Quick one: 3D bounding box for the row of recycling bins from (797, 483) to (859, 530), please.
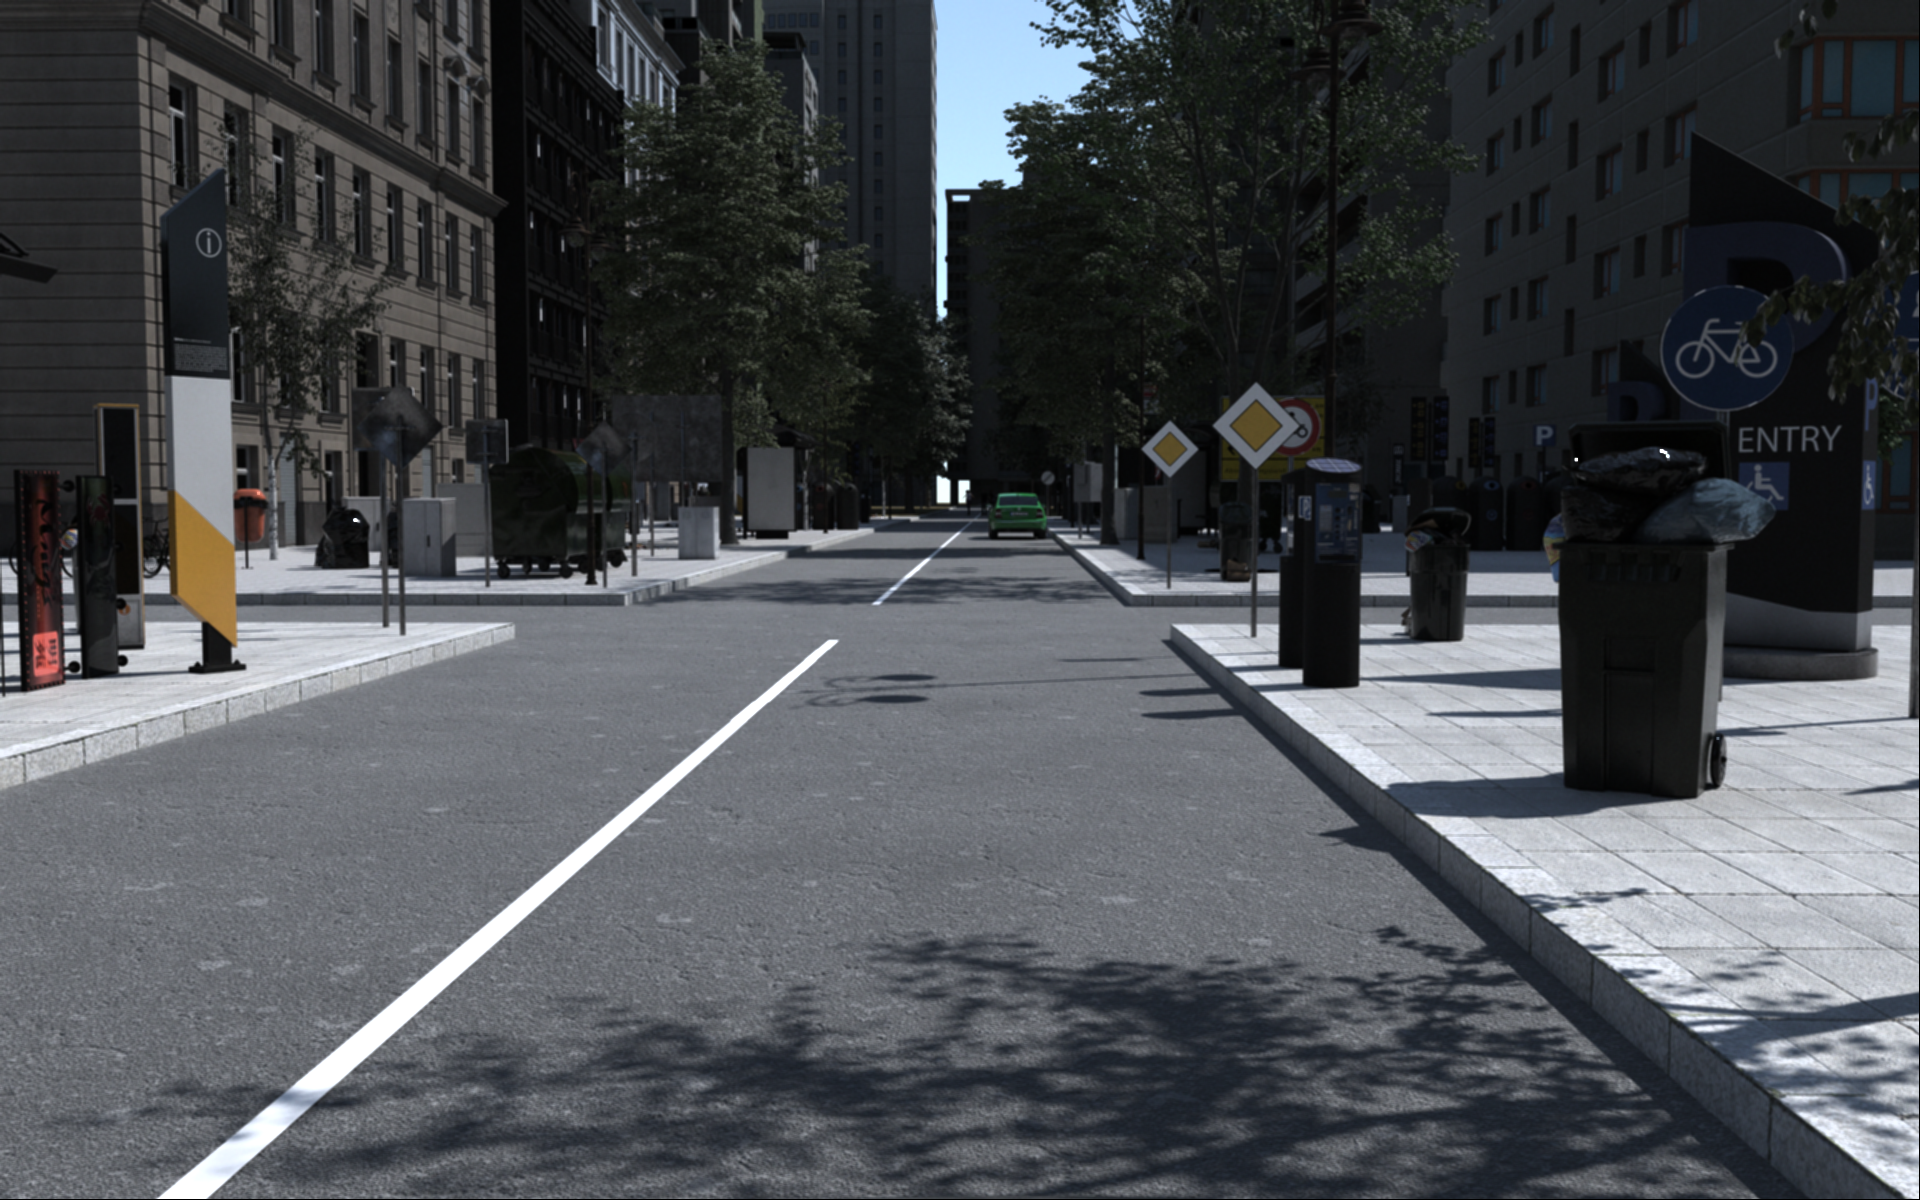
[{"bbox_3d":[-5.412,-3.389,62.517,3.534,1.692,1.069,0,4,2],"label":"row of recycling bins"}]

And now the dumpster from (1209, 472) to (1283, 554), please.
[{"bbox_3d":[6.351,-2.179,38.116,1.502,2.255,1.985,0,4,2],"label":"dumpster"}]

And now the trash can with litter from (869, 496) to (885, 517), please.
[{"bbox_3d":[-5.447,-5.229,96.550,2.233,1.210,1.678,2,4,31],"label":"trash can with litter"}]

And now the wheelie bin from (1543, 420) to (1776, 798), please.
[{"bbox_3d":[3.001,0.022,7.541,0.980,1.594,0.693,2,4,32],"label":"wheelie bin"}]

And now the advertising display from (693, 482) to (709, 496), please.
[{"bbox_3d":[-13.908,-5.375,93.090,0.123,1.923,0.974,3,5,43],"label":"advertising display"}]

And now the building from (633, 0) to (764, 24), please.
[{"bbox_3d":[-21.390,-26.690,119.978,14.154,41.232,14.086,0,4,1],"label":"building"}]

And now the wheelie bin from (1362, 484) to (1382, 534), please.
[{"bbox_3d":[13.328,-2.976,56.558,0.693,1.594,0.980,3,4,37],"label":"wheelie bin"}]

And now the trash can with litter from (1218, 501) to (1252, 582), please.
[{"bbox_3d":[4.159,-0.872,25.648,0.624,1.170,1.055,0,4,2],"label":"trash can with litter"}]

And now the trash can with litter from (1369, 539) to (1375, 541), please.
[{"bbox_3d":[10.225,-2.226,47.452,2.233,1.210,1.678,2,4,35],"label":"trash can with litter"}]

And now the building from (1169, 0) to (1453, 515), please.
[{"bbox_3d":[27.493,-30.994,130.461,21.300,48.544,21.600,0,4,1],"label":"building"}]

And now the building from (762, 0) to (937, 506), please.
[{"bbox_3d":[-16.853,-40.433,203.073,28.212,58.520,21.231,0,4,1],"label":"building"}]

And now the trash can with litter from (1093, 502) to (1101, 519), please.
[{"bbox_3d":[7.338,-4.781,89.223,2.233,1.210,1.678,2,4,28],"label":"trash can with litter"}]

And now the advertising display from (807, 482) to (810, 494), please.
[{"bbox_3d":[-6.911,-4.462,78.160,0.123,1.923,0.974,-1,4,-13],"label":"advertising display"}]

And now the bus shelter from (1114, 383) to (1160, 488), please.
[{"bbox_3d":[6.059,-5.037,59.992,2.179,5.291,8.768,0,4,1],"label":"bus shelter"}]

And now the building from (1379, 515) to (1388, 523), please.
[{"bbox_3d":[29.170,-28.304,86.473,21.300,48.544,21.600,0,4,1],"label":"building"}]

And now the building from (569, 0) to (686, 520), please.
[{"bbox_3d":[-21.828,-18.291,84.958,13.634,28.700,20.117,0,4,1],"label":"building"}]

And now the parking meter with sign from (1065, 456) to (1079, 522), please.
[{"bbox_3d":[5.277,-5.118,79.943,0.543,3.016,1.738,1,4,15],"label":"parking meter with sign"}]

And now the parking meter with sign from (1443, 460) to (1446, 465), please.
[{"bbox_3d":[20.631,-4.558,70.791,0.543,3.016,1.738,-3,5,-40],"label":"parking meter with sign"}]

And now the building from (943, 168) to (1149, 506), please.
[{"bbox_3d":[10.180,-31.586,208.308,23.993,40.220,32.217,0,4,1],"label":"building"}]

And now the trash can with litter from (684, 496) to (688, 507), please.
[{"bbox_3d":[-11.175,-3.499,68.261,1.678,1.210,2.233,2,4,28],"label":"trash can with litter"}]

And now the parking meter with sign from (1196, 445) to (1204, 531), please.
[{"bbox_3d":[8.377,-3.979,61.317,0.543,3.016,1.738,0,4,3],"label":"parking meter with sign"}]

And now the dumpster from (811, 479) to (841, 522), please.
[{"bbox_3d":[-4.960,-3.651,65.447,1.264,1.857,1.865,0,4,1],"label":"dumpster"}]

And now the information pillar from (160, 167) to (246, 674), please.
[{"bbox_3d":[-5.415,-1.284,12.352,0.183,3.616,0.504,2,4,31],"label":"information pillar"}]

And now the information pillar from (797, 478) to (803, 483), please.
[{"bbox_3d":[-7.165,-4.453,77.302,0.304,2.012,0.304,3,4,38],"label":"information pillar"}]

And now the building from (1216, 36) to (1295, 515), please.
[{"bbox_3d":[23.656,-20.892,113.283,14.160,30.474,14.107,0,4,1],"label":"building"}]

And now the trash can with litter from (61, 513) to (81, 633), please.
[{"bbox_3d":[-8.074,-0.290,16.130,0.624,1.170,1.055,-2,4,-33],"label":"trash can with litter"}]

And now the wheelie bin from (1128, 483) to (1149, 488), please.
[{"bbox_3d":[5.220,-2.638,51.035,0.980,1.594,0.693,-1,4,-14],"label":"wheelie bin"}]

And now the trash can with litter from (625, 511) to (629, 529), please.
[{"bbox_3d":[-12.310,-3.184,63.454,0.624,1.170,1.055,-2,4,-31],"label":"trash can with litter"}]

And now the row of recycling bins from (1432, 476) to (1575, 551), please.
[{"bbox_3d":[12.313,-1.963,39.208,3.534,1.692,1.069,0,4,-4],"label":"row of recycling bins"}]

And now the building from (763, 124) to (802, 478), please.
[{"bbox_3d":[-20.150,-22.202,134.699,14.160,30.474,14.107,0,4,1],"label":"building"}]

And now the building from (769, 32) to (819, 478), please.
[{"bbox_3d":[-20.107,-28.934,156.672,14.086,41.232,14.154,0,4,1],"label":"building"}]

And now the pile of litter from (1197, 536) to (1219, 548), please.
[{"bbox_3d":[6.237,-1.669,41.253,1.176,0.858,1.719,0,4,2],"label":"pile of litter"}]

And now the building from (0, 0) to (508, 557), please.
[{"bbox_3d":[-21.678,-15.245,46.522,12.463,27.353,25.104,0,4,1],"label":"building"}]

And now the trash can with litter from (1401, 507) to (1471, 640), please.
[{"bbox_3d":[4.162,-0.250,15.468,0.624,1.170,1.055,0,4,0],"label":"trash can with litter"}]

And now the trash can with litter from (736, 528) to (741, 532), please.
[{"bbox_3d":[-6.853,-2.899,58.453,2.233,1.210,1.678,-2,4,-28],"label":"trash can with litter"}]

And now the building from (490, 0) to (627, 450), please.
[{"bbox_3d":[-20.785,-14.520,67.086,12.332,23.373,15.834,0,4,1],"label":"building"}]

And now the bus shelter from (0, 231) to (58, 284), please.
[{"bbox_3d":[-7.388,-0.950,9.463,2.014,3.302,5.546,0,4,1],"label":"bus shelter"}]

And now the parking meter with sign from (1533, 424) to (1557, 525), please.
[{"bbox_3d":[15.009,-2.937,44.279,0.543,3.016,1.738,2,4,25],"label":"parking meter with sign"}]

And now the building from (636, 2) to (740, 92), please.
[{"bbox_3d":[-21.360,-20.454,106.127,14.160,30.474,14.107,0,4,1],"label":"building"}]

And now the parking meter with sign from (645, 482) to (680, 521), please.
[{"bbox_3d":[-14.222,-5.279,82.566,1.738,3.016,0.543,-3,4,-37],"label":"parking meter with sign"}]

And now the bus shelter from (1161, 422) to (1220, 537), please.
[{"bbox_3d":[6.961,-3.513,51.353,2.014,3.302,5.546,0,4,1],"label":"bus shelter"}]

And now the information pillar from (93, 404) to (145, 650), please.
[{"bbox_3d":[-6.937,-0.599,14.292,0.304,2.012,0.304,-2,4,-33],"label":"information pillar"}]

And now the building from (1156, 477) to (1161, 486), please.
[{"bbox_3d":[28.429,-43.582,150.818,20.563,71.187,20.611,0,4,1],"label":"building"}]

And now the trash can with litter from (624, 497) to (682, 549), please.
[{"bbox_3d":[-7.628,-1.825,40.889,1.678,1.210,2.233,-1,4,-17],"label":"trash can with litter"}]

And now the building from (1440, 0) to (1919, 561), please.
[{"bbox_3d":[30.937,-12.305,46.224,28.899,21.520,27.650,0,4,1],"label":"building"}]

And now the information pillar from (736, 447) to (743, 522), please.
[{"bbox_3d":[-9.886,-5.337,78.614,0.504,3.616,0.183,0,4,-6],"label":"information pillar"}]

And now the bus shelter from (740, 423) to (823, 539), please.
[{"bbox_3d":[-5.382,-3.549,51.950,2.014,3.302,5.546,0,4,1],"label":"bus shelter"}]
